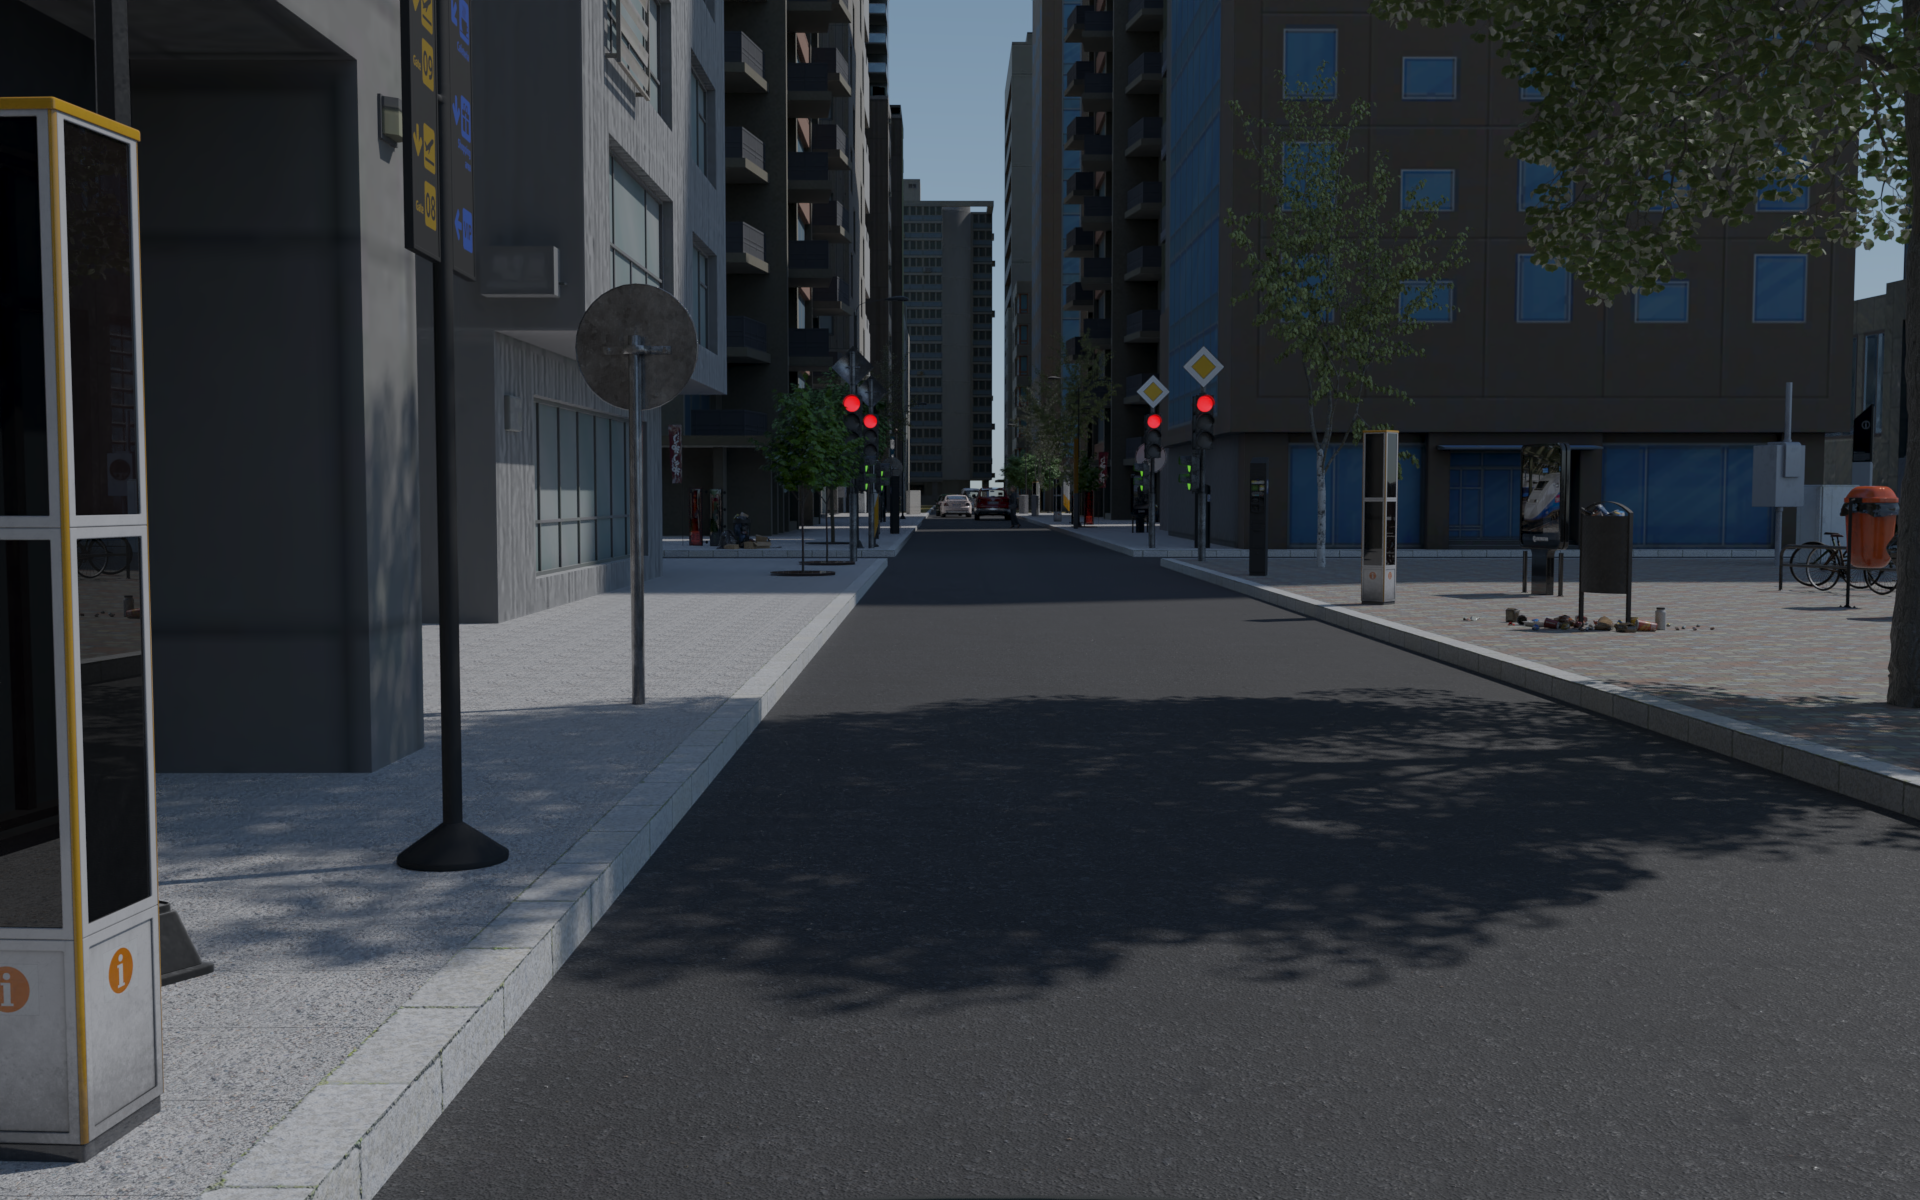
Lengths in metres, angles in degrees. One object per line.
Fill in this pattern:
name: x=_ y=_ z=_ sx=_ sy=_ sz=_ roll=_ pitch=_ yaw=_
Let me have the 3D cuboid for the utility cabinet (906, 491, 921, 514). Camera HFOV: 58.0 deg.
utility cabinet: x=-2.918 y=-6.080 z=108.090 sx=0.318 sy=1.500 sz=1.173 roll=2 pitch=4 yaw=32

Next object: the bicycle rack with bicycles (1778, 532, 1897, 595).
bicycle rack with bicycles: x=12.131 y=-0.575 z=22.789 sx=2.852 sy=0.926 sz=2.925 roll=-2 pitch=4 yaw=-25

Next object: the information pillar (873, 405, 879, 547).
information pillar: x=-2.079 y=-3.094 z=41.946 sx=0.183 sy=3.616 sz=0.504 roll=1 pitch=4 yaw=11

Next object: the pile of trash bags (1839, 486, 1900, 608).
pile of trash bags: x=10.581 y=-0.519 z=18.231 sx=1.912 sy=1.369 sz=3.447 roll=-1 pitch=4 yaw=-13

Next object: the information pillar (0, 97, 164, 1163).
information pillar: x=-1.812 y=0.066 z=3.410 sx=0.304 sy=2.012 sz=0.304 roll=0 pitch=4 yaw=3

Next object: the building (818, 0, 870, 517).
building: x=-19.123 y=-31.239 z=99.990 sx=28.713 sy=52.752 sz=27.495 roll=0 pitch=4 yaw=0

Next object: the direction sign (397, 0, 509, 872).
direction sign: x=-1.773 y=-0.854 z=5.955 sx=0.379 sy=3.537 sz=0.876 roll=0 pitch=4 yaw=-3

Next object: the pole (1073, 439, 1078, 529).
pole: x=4.262 y=-4.275 z=63.734 sx=0.158 sy=3.312 sz=0.155 roll=0 pitch=3 yaw=0

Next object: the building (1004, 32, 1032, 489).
building: x=15.590 y=-33.994 z=179.505 sx=21.300 sy=48.544 sz=21.600 roll=0 pitch=4 yaw=0

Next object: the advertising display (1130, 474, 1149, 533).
advertising display: x=5.965 y=-3.187 z=57.315 sx=0.123 sy=1.923 sz=0.974 roll=3 pitch=5 yaw=40

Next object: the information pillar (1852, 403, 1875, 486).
information pillar: x=23.388 y=-3.274 z=44.887 sx=0.183 sy=3.616 sz=0.504 roll=-3 pitch=4 yaw=-36

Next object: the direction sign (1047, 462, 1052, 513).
direction sign: x=6.010 y=-7.580 z=115.935 sx=0.379 sy=3.537 sz=0.876 roll=0 pitch=4 yaw=2

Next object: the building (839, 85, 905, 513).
building: x=-11.162 y=-21.481 z=122.908 sx=14.160 sy=30.474 sz=14.107 roll=0 pitch=4 yaw=0

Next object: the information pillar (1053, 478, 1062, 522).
information pillar: x=4.552 y=-4.663 z=80.728 sx=0.304 sy=2.012 sz=0.304 roll=-1 pitch=4 yaw=-20

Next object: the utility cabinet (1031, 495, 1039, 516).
utility cabinet: x=4.331 y=-5.418 z=99.751 sx=0.306 sy=1.237 sz=1.020 roll=1 pitch=4 yaw=11

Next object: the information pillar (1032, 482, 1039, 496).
information pillar: x=4.577 y=-6.147 z=104.988 sx=0.304 sy=2.012 sz=0.304 roll=2 pitch=4 yaw=28

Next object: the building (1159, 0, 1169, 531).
building: x=14.180 y=-17.845 z=63.470 sx=14.160 sy=30.474 sz=14.107 roll=0 pitch=4 yaw=0

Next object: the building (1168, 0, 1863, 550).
building: x=13.207 y=-24.166 z=45.230 sx=14.200 sy=45.320 sz=14.600 roll=0 pitch=4 yaw=0

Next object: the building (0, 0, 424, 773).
building: x=-12.875 y=-34.479 z=1.990 sx=20.563 sy=71.187 sz=20.611 roll=0 pitch=4 yaw=0

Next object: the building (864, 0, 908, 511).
building: x=-15.473 y=-50.834 z=143.814 sx=22.319 sy=86.520 sz=31.000 roll=0 pitch=4 yaw=0

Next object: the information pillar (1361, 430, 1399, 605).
information pillar: x=4.874 y=-0.956 z=20.123 sx=0.304 sy=2.012 sz=0.304 roll=3 pitch=5 yaw=41

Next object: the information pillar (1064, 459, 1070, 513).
information pillar: x=7.066 y=-7.545 z=114.707 sx=0.183 sy=3.616 sz=0.504 roll=-3 pitch=5 yaw=-41

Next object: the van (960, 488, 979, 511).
van: x=0.730 y=-7.197 z=124.683 sx=2.013 sy=2.044 sz=4.112 roll=0 pitch=4 yaw=-2

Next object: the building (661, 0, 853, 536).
building: x=-15.496 y=-25.047 z=64.148 sx=22.147 sy=44.769 sz=28.867 roll=0 pitch=4 yaw=0

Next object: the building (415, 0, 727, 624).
building: x=-10.603 y=-20.737 z=22.646 sx=14.086 sy=41.232 sz=14.154 roll=0 pitch=4 yaw=0

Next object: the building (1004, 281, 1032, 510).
building: x=18.294 y=-18.967 z=155.148 sx=27.650 sy=21.520 sz=28.899 roll=0 pitch=4 yaw=0

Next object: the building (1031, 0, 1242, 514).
building: x=12.746 y=-29.506 z=132.537 sx=14.600 sy=45.320 sz=14.200 roll=0 pitch=4 yaw=0

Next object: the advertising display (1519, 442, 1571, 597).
advertising display: x=7.431 y=-1.029 z=22.045 sx=0.123 sy=1.923 sz=0.974 roll=-1 pitch=4 yaw=-12

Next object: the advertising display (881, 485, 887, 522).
advertising display: x=-3.506 y=-4.553 z=79.649 sx=0.123 sy=1.923 sz=0.974 roll=-1 pitch=4 yaw=-11

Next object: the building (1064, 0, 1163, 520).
building: x=17.010 y=-26.781 z=92.490 sx=22.147 sy=44.769 sz=28.867 roll=0 pitch=4 yaw=0

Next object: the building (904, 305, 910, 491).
building: x=-19.919 y=-20.348 z=177.722 sx=28.899 sy=21.520 sz=27.650 roll=0 pitch=4 yaw=0

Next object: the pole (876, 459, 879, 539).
pole: x=-2.414 y=-3.384 z=49.177 sx=0.158 sy=3.312 sz=0.155 roll=0 pitch=3 yaw=0

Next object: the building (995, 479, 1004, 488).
building: x=18.799 y=-34.026 z=210.941 sx=28.867 sy=44.769 sz=22.147 roll=0 pitch=4 yaw=0

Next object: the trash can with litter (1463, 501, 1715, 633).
trash can with litter: x=5.978 y=-0.352 z=16.816 sx=1.678 sy=1.210 sz=2.233 roll=-3 pitch=4 yaw=-37

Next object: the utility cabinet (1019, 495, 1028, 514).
utility cabinet: x=4.146 y=-6.227 z=112.968 sx=0.306 sy=1.237 sz=1.020 roll=-1 pitch=4 yaw=-18

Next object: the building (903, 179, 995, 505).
building: x=-7.674 y=-32.069 z=216.210 sx=23.993 sy=40.220 sz=32.217 roll=0 pitch=4 yaw=0

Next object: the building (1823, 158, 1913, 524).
building: x=43.767 y=-45.032 z=48.945 sx=31.000 sy=86.520 sz=22.319 roll=0 pitch=4 yaw=0
